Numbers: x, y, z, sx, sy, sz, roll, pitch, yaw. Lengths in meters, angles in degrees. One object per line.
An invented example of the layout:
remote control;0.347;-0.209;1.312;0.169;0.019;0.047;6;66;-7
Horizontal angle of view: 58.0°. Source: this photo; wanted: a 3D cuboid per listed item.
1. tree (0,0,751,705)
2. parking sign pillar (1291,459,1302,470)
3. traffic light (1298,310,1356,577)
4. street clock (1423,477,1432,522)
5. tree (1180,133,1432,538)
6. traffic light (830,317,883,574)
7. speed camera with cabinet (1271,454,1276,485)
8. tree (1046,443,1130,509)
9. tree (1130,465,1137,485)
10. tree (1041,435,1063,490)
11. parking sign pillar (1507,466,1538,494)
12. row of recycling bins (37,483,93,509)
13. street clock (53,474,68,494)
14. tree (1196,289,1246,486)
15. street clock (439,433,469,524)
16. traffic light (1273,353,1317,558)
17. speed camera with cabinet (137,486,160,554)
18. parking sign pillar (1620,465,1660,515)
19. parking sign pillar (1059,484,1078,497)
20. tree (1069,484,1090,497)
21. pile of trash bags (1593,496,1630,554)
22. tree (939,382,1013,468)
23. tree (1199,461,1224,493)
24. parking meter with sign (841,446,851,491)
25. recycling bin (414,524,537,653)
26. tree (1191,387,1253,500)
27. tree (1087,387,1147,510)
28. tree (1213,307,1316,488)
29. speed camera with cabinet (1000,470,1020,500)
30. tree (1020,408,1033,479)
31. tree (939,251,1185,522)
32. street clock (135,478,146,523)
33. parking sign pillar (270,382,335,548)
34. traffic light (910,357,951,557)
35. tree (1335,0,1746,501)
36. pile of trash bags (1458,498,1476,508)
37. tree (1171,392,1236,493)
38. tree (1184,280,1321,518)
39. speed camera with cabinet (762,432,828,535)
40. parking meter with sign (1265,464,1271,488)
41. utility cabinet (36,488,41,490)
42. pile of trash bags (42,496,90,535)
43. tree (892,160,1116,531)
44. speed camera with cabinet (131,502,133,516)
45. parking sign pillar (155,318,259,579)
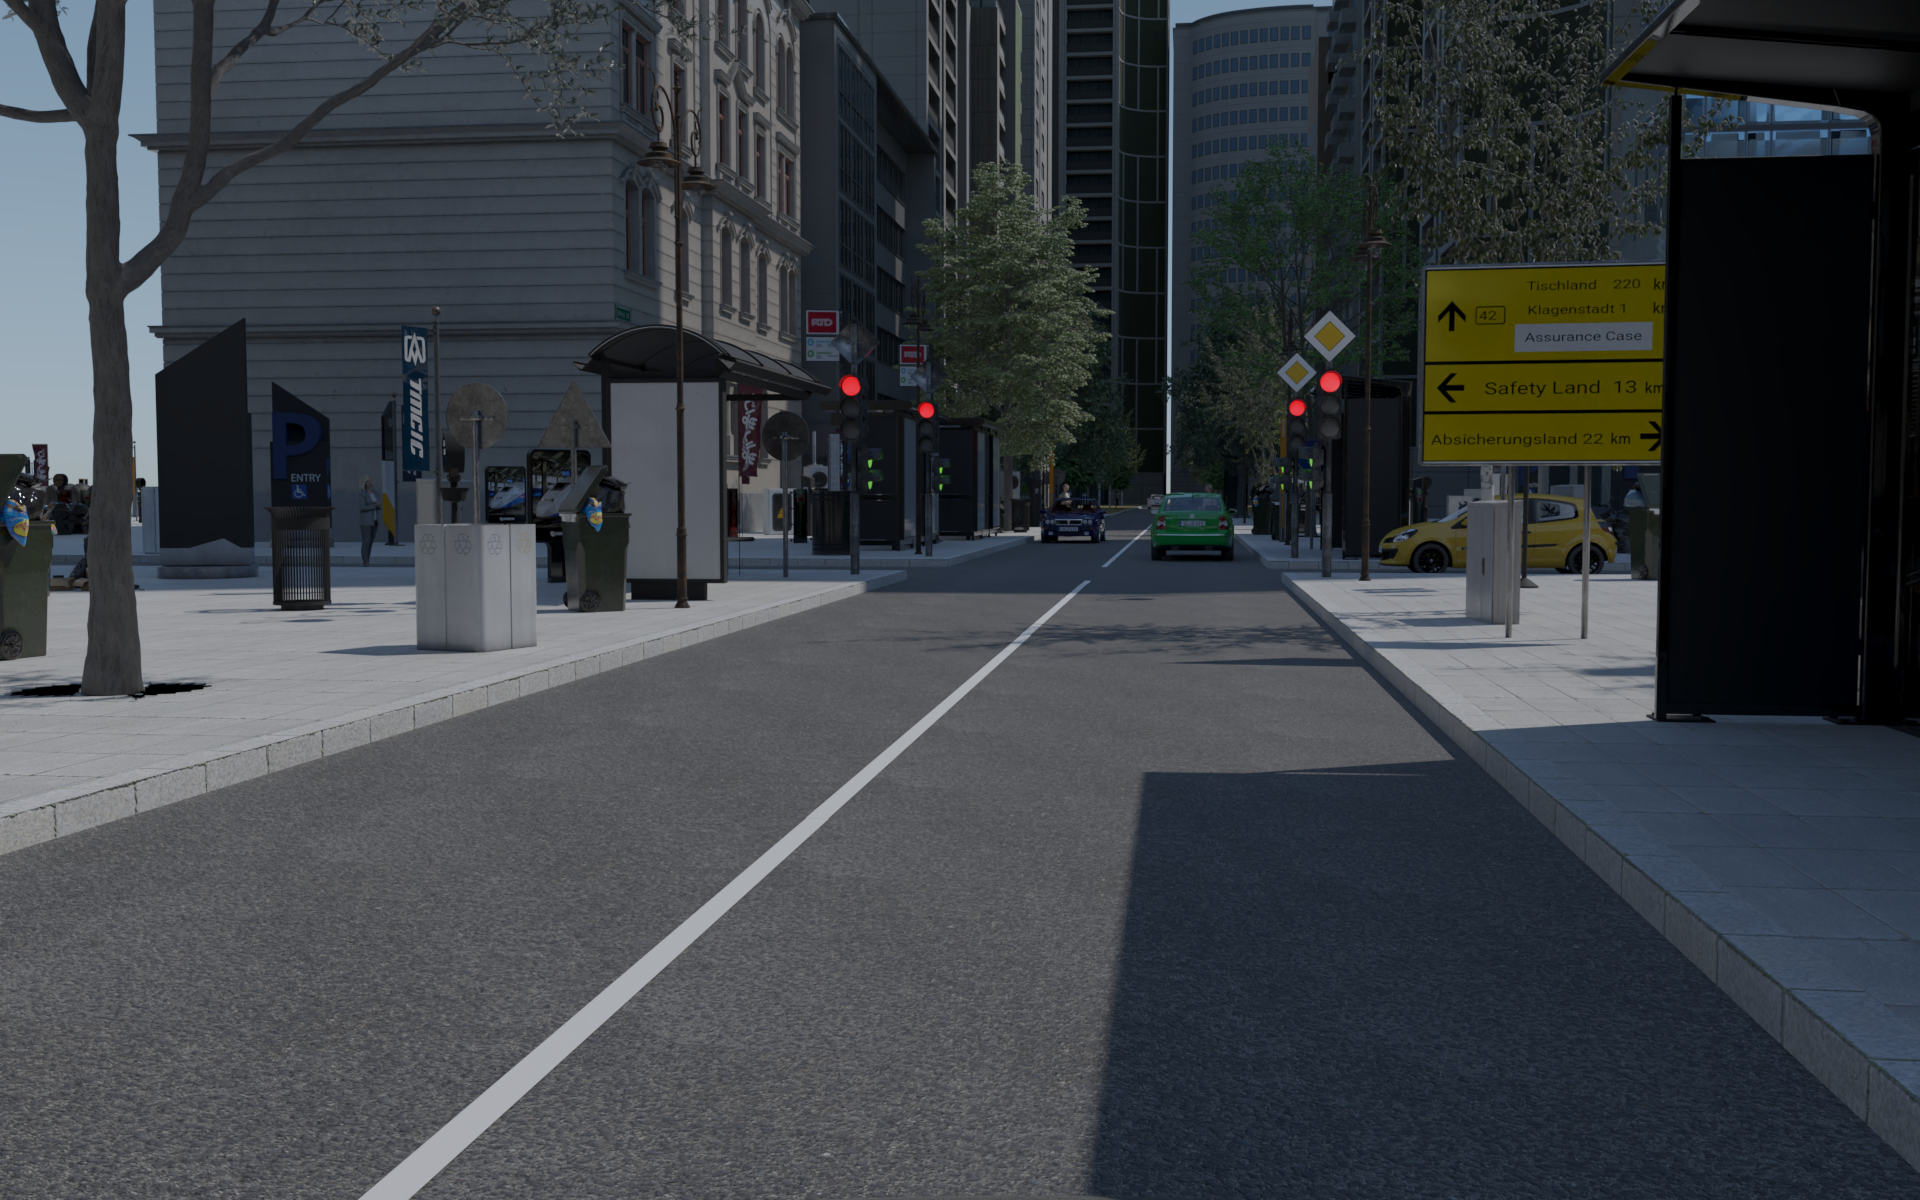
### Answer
tree;-5.365;-6.147;10.871;12.009;13.543;11.850;0;3;0
parking sign pillar;19.823;-6.948;102.072;1.447;3.967;1.447;1;4;23
traffic light;5.640;-2.306;26.631;0.839;4.253;0.868;0;4;7
street clock;19.277;-4.111;71.784;0.471;2.002;0.358;0;4;0
tree;10.241;-7.667;51.111;9.928;11.665;9.643;0;3;0
traffic light;-1.661;-2.364;27.569;0.839;4.253;0.868;0;4;7
speed camera with cabinet;15.041;-5.339;81.633;0.660;3.252;2.038;0;4;7
tree;6.180;-6.619;91.942;4.285;4.588;4.351;0;3;0
tree;13.621;-10.186;150.248;4.285;4.588;4.351;0;3;0
tree;4.655;-9.489;105.500;4.360;8.622;3.978;0;3;0
parking sign pillar;25.405;-5.395;76.688;1.447;3.967;1.447;-3;4;-36
row of recycling bins;-33.739;-3.613;66.193;3.534;1.692;1.069;2;4;31
street clock;-31.737;-3.461;61.157;0.471;2.002;0.358;1;4;15
tree;10.449;-6.747;60.680;4.360;8.622;3.978;0;3;0
street clock;-5.993;-0.977;20.537;0.358;2.002;0.471;-1;4;-21
traffic light;6.678;-2.791;34.549;0.839;4.253;0.868;0;4;7
speed camera with cabinet;-16.698;-2.652;37.703;0.660;3.252;2.038;3;4;39
parking sign pillar;16.252;-3.198;40.758;1.447;3.967;1.447;1;4;20
parking sign pillar;6.190;-6.792;99.514;1.447;3.967;1.447;-3;5;-41
tree;6.825;-6.247;96.740;1.663;3.219;1.824;0;3;0
pile of trash bags;14.448;-1.728;38.001;3.447;1.369;1.912;1;4;9
tree;0.688;-8.483;89.066;4.360;8.622;3.978;0;3;0
tree;23.717;-10.769;159.786;4.285;4.588;4.351;0;3;0
parking meter with sign;-4.172;-4.047;62.437;0.543;3.016;1.738;-1;4;-8
recycling bin;-4.027;-0.114;14.425;0.722;1.027;0.722;2;4;26
tree;25.708;-15.241;167.312;7.486;12.596;7.792;0;3;0
tree;9.615;-10.165;116.567;4.737;8.622;4.395;0;3;0
tree;12.164;-7.137;67.059;4.737;8.622;4.395;0;3;0
speed camera with cabinet;1.290;-4.411;66.455;2.038;3.252;0.660;-2;4;-28
tree;2.144;-9.160;100.125;4.360;8.622;3.978;0;3;0
tree;3.456;-9.932;79.388;9.611;12.733;9.660;0;3;0
street clock;-36.199;-4.404;76.571;0.358;2.002;0.471;0;4;6
parking sign pillar;-15.806;-3.245;41.521;1.447;3.967;1.447;0;4;-6
traffic light;-0.623;-2.848;35.487;0.839;4.253;0.868;0;4;7
tree;5.899;-4.178;18.671;4.360;8.622;3.978;0;3;0
pile of trash bags;16.301;-2.546;51.385;3.447;1.369;1.912;2;4;26
tree;27.153;-16.980;184.271;9.857;13.997;8.962;0;3;0
tree;15.219;-10.759;92.915;9.611;12.733;9.660;0;3;0
speed camera with cabinet;-5.155;-3.675;54.424;2.038;3.252;0.660;-2;4;-25
parking meter with sign;18.252;-6.439;101.541;0.543;3.016;1.738;1;4;21
utility cabinet;-36.600;-3.631;68.043;1.173;1.500;0.318;2;4;30
pile of trash bags;-28.768;-2.729;54.380;3.447;1.369;1.912;-3;5;-43
tree;1.540;-8.671;59.896;7.486;12.596;7.792;0;3;0
speed camera with cabinet;-49.244;-6.667;103.349;0.660;3.252;2.038;-3;4;-39
parking sign pillar;-11.609;-2.334;26.634;1.447;3.967;1.447;-1;4;-12
